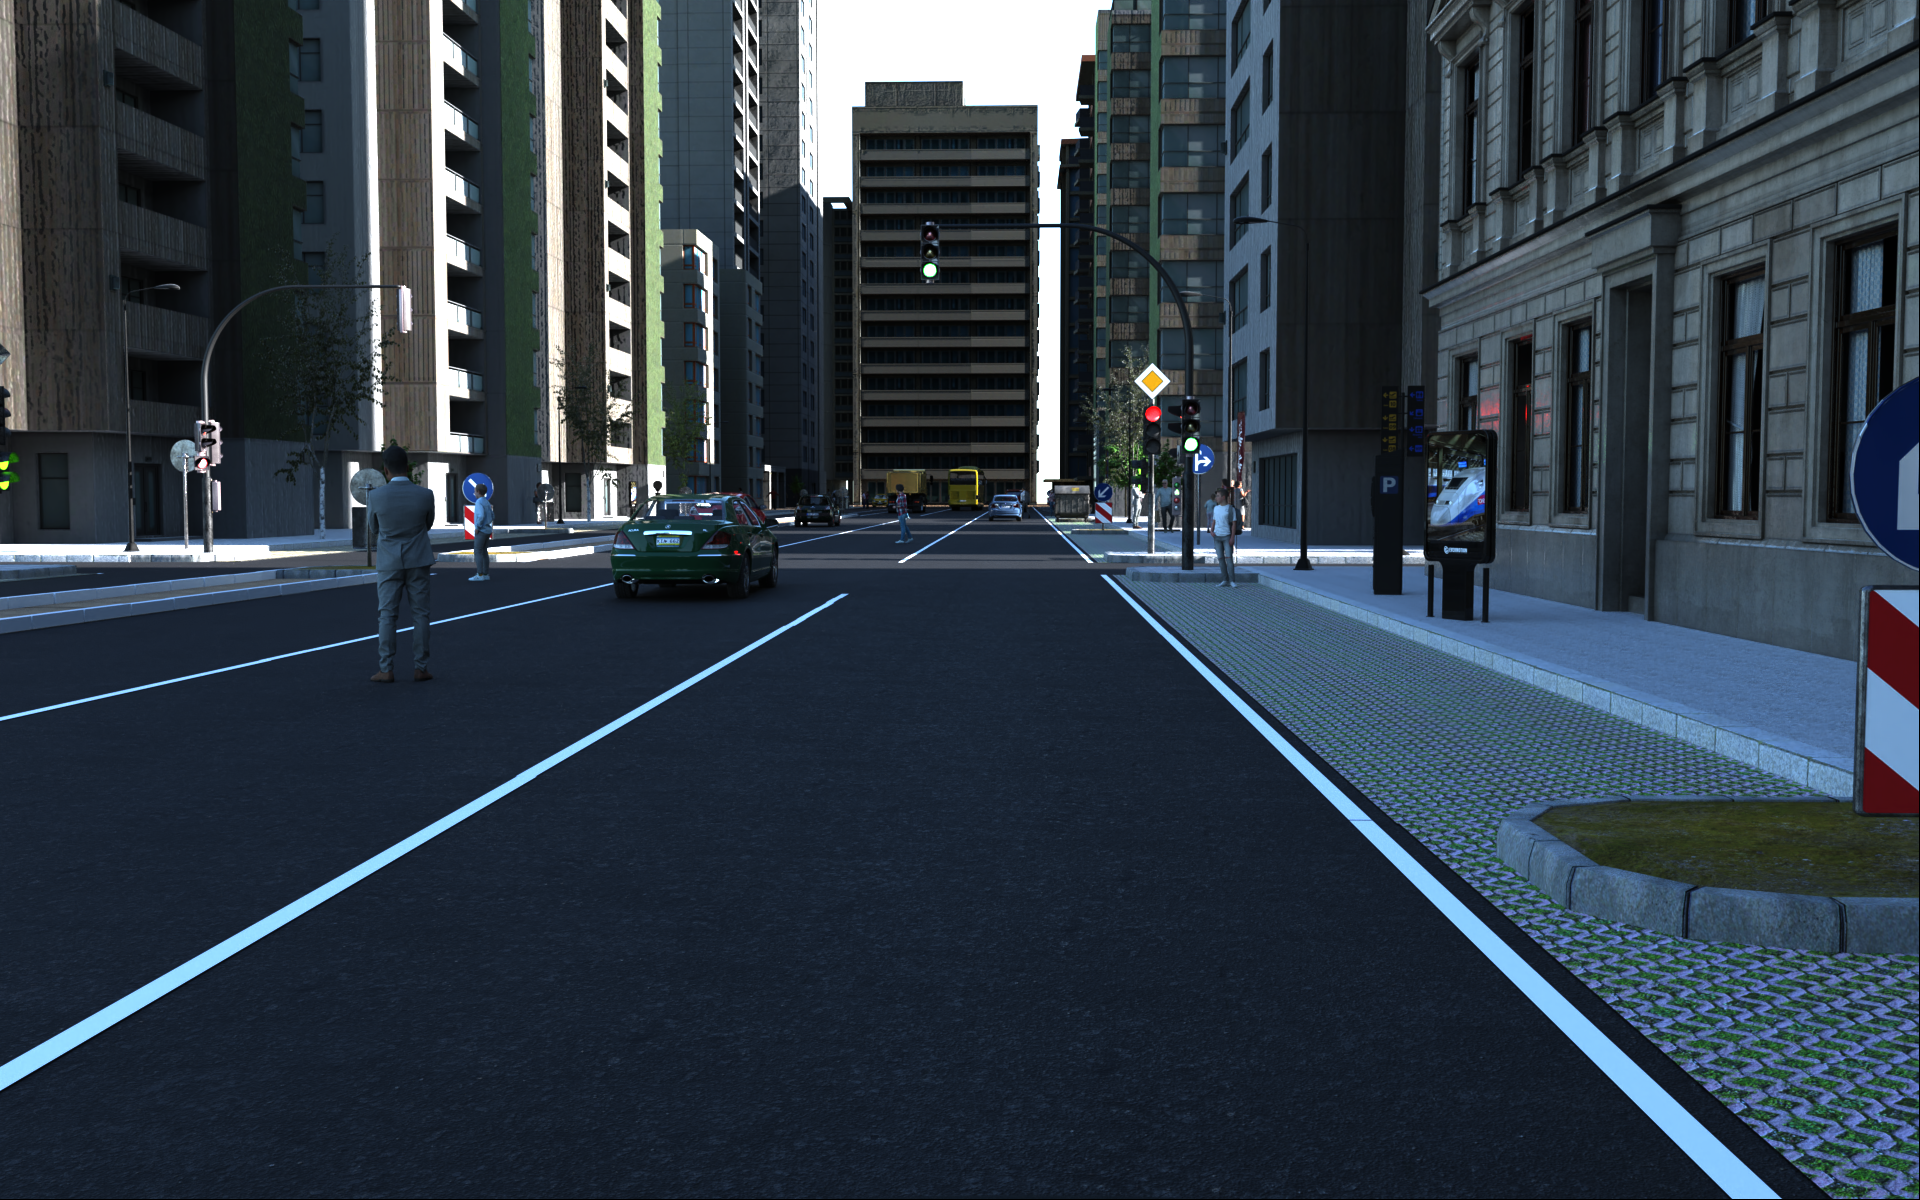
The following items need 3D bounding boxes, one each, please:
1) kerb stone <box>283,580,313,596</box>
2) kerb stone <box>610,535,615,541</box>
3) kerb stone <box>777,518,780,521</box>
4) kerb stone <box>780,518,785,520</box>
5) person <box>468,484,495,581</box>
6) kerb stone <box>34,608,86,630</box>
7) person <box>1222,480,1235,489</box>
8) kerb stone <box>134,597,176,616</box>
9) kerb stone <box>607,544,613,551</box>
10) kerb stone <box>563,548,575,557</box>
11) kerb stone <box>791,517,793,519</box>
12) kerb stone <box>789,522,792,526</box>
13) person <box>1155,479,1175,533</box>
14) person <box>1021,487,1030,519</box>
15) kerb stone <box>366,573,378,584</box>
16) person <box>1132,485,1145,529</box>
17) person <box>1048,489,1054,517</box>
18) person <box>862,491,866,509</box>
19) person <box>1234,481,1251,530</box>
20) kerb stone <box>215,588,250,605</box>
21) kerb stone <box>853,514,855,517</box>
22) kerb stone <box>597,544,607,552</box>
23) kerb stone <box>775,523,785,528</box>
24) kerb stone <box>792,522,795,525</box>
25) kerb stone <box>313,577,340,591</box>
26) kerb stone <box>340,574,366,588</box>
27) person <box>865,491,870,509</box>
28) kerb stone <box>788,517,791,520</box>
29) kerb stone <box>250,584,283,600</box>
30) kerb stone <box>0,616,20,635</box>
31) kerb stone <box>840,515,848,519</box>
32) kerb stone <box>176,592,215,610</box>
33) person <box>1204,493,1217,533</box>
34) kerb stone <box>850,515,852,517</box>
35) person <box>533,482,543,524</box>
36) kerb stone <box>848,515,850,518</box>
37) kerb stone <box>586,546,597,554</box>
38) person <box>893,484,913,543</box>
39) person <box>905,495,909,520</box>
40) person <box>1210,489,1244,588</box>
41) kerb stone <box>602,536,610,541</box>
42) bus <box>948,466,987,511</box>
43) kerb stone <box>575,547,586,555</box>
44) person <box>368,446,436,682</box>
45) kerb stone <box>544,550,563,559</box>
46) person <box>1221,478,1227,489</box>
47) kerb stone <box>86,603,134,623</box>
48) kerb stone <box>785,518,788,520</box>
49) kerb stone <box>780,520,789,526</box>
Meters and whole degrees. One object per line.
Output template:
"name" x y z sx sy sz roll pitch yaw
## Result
"kerb stone" -9.598 -0.164 24.885 0.120 0.150 1.000 0 4 2
"kerb stone" -10.738 -1.895 53.178 0.120 0.150 1.000 0 4 2
"kerb stone" -9.515 -4.088 89.036 0.120 0.150 1.000 0 4 2
"kerb stone" -9.441 -4.213 91.083 0.120 0.150 1.000 0 4 2
"person" -7.960 -1.133 28.837 0.330 1.601 0.589 1 4 14
"kerb stone" -9.810 0.211 18.741 0.120 0.150 1.000 0 4 2
"person" 9.807 -3.517 63.515 0.580 1.828 0.573 -2 4 -34
"kerb stone" -9.742 0.091 20.791 0.120 0.150 1.000 0 4 2
"kerb stone" -8.957 -1.327 43.899 0.120 0.150 1.000 0 4 2
"kerb stone" -9.095 -1.077 39.801 0.120 0.150 1.000 0 4 2
"kerb stone" -9.338 -4.401 94.157 0.120 0.150 1.000 0 4 2
"kerb stone" -7.796 -3.397 77.747 0.120 0.150 1.000 0 4 2
"person" 6.707 -3.099 57.192 0.782 1.767 0.515 0 4 -5
"person" 3.818 -5.659 101.122 0.679 1.850 0.850 -2 4 -35
"kerb stone" -9.496 -0.346 27.961 0.120 0.150 1.000 0 4 2
"person" 6.633 -3.545 64.177 0.466 1.800 0.511 1 4 17
"person" 5.670 -5.917 105.830 0.643 1.750 0.593 0 4 -3
"person" -9.231 -9.680 167.701 0.436 1.711 0.756 1 4 13
"person" 10.172 -3.425 62.407 0.532 1.782 0.716 -2 4 -34
"kerb stone" -9.674 -0.039 22.835 0.120 0.150 1.000 0 4 2
"kerb stone" -6.790 -5.214 107.447 0.120 0.150 1.000 0 4 2
"kerb stone" -8.983 -1.257 42.877 0.120 0.150 1.000 0 4 2
"kerb stone" -7.875 -3.272 75.691 0.120 0.150 1.000 0 4 2
"kerb stone" -7.754 -3.458 78.768 0.120 0.150 1.000 0 4 2
"kerb stone" -9.568 -0.227 25.911 0.120 0.150 1.000 0 4 2
"kerb stone" -9.533 -0.284 26.935 0.120 0.150 1.000 0 4 2
"person" -9.146 -9.819 169.756 0.721 1.743 1.217 2 4 32
"kerb stone" -9.372 -4.339 93.133 0.120 0.150 1.000 0 4 2
"kerb stone" -9.640 -0.102 23.856 0.120 0.150 1.000 0 4 2
"kerb stone" -9.844 0.274 17.718 0.120 0.150 1.000 0 4 2
"kerb stone" -6.923 -4.963 103.347 0.120 0.150 1.000 0 4 2
"kerb stone" -9.707 0.023 21.814 0.120 0.150 1.000 0 4 2
"person" 8.248 -2.852 56.954 0.425 1.301 0.394 1 4 9
"kerb stone" -6.852 -5.089 105.403 0.120 0.150 1.000 0 4 2
"person" -17.860 -4.111 73.622 0.532 1.782 0.716 1 4 19
"kerb stone" -6.884 -5.026 104.368 0.120 0.150 1.000 0 4 2
"kerb stone" -9.021 -1.202 41.855 0.120 0.150 1.000 0 4 2
"person" -1.660 -2.525 50.617 0.643 1.720 0.563 -1 4 -9
"person" -3.205 -5.373 97.187 0.643 1.720 0.563 3 4 38
"person" 4.093 -0.948 26.588 0.503 1.515 0.523 1 4 13
"kerb stone" -10.779 -1.832 52.146 0.120 0.150 1.000 0 4 2
"bus" 0.641 -9.817 152.062 2.896 3.916 12.252 0 4 4
"kerb stone" -9.066 -1.140 40.828 0.120 0.150 1.000 0 4 2
"person" -4.304 -0.285 13.349 0.511 1.800 0.466 -2 4 -35
"kerb stone" -9.130 -1.014 38.774 0.120 0.150 1.000 0 4 2
"person" 9.148 -3.314 60.234 0.388 1.821 0.555 -1 4 -18
"kerb stone" -9.777 0.149 19.767 0.120 0.150 1.000 0 4 2
"kerb stone" -9.402 -4.276 92.107 0.120 0.150 1.000 0 4 2
"kerb stone" -7.835 -3.335 76.719 0.120 0.150 1.000 0 4 2
